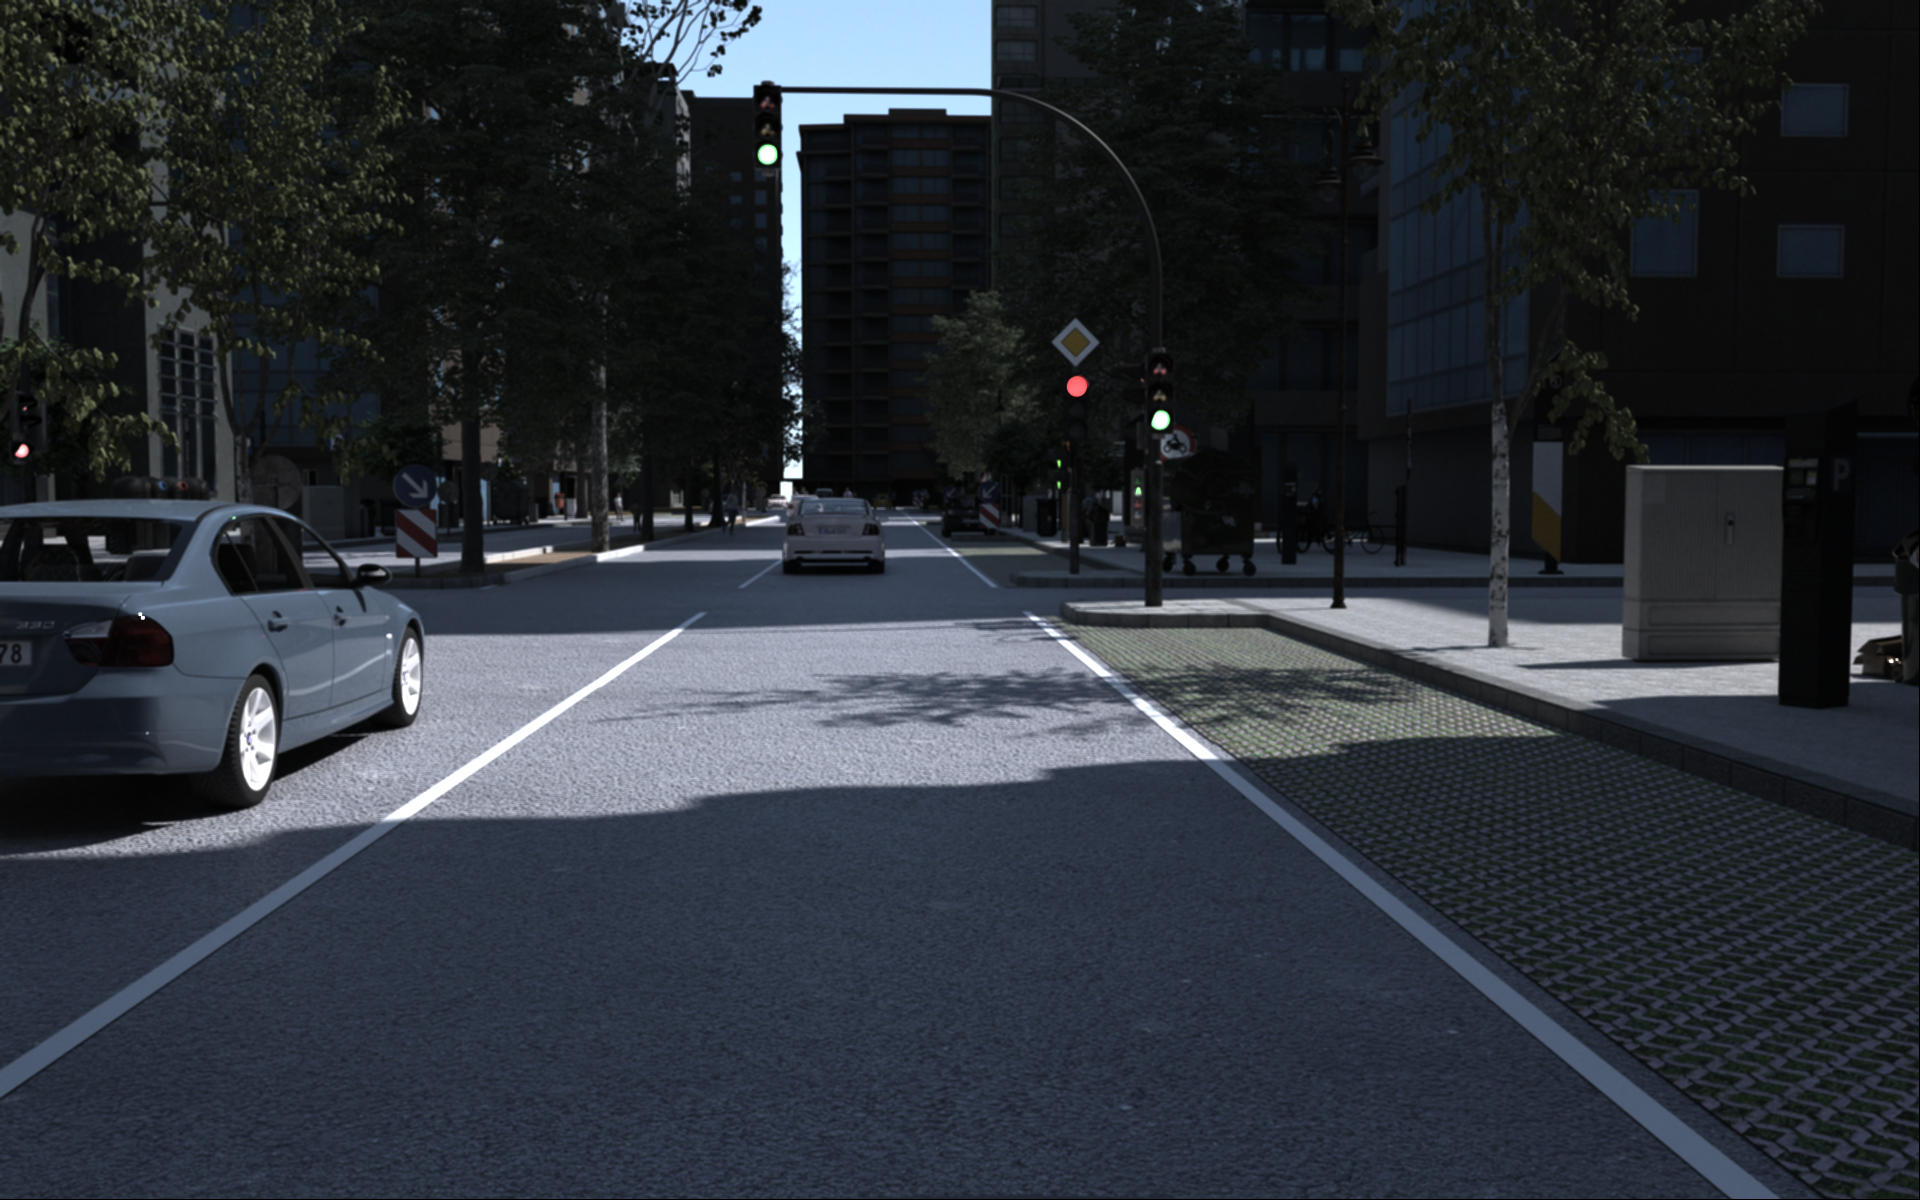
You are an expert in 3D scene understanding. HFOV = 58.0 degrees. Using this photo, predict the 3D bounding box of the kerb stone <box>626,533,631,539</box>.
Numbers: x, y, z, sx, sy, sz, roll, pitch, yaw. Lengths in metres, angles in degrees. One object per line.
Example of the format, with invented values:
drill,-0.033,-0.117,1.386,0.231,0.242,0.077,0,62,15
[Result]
kerb stone,-10.659,-2.001,54.947,0.120,0.150,1.000,0,4,-3

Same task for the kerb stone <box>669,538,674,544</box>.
kerb stone,-8.271,-1.631,48.876,0.120,0.150,1.000,0,4,-3

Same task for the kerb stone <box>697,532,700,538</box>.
kerb stone,-8.607,-2.070,56.048,0.120,0.150,1.000,0,4,-3

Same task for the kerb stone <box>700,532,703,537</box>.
kerb stone,-8.648,-2.130,57.071,0.120,0.150,1.000,0,4,-3

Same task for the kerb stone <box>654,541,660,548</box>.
kerb stone,-8.135,-1.442,45.811,0.120,0.150,1.000,0,4,-3

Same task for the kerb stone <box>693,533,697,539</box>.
kerb stone,-8.557,-1.998,55.023,0.120,0.150,1.000,0,4,-3

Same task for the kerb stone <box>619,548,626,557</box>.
kerb stone,-7.840,-1.070,39.685,0.120,0.150,1.000,0,4,-3

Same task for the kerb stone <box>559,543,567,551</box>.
kerb stone,-10.135,-1.314,43.680,0.120,0.150,1.000,0,4,-3

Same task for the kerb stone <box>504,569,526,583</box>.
kerb stone,-7.324,-0.381,28.431,0.120,0.150,1.000,0,4,-3

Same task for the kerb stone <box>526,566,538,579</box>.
kerb stone,-7.384,-0.444,29.452,0.120,0.150,1.000,0,4,-3

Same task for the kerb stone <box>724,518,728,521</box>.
kerb stone,-12.408,-4.320,92.834,0.120,0.150,1.000,0,4,-3

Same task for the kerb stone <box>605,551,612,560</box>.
kerb stone,-7.757,-0.945,37.642,0.120,0.150,1.000,0,4,-3

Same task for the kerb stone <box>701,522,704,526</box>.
kerb stone,-11.696,-3.382,77.486,0.120,0.150,1.000,0,4,-3

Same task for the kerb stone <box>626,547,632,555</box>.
kerb stone,-7.892,-1.129,40.706,0.120,0.150,1.000,0,4,-3

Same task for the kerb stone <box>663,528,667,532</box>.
kerb stone,-11.077,-2.564,64.163,0.120,0.150,1.000,0,4,-3

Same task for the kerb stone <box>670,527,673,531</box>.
kerb stone,-11.182,-2.693,66.219,0.120,0.150,1.000,0,4,-3

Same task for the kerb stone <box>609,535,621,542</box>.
kerb stone,-10.564,-1.875,52.901,0.120,0.150,1.000,0,4,-3

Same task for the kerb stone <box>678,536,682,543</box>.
kerb stone,-8.369,-1.754,50.924,0.120,0.150,1.000,0,4,-3

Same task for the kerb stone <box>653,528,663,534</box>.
kerb stone,-11.029,-2.504,63.139,0.120,0.150,1.000,0,4,-3

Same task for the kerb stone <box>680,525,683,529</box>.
kerb stone,-11.316,-2.880,69.291,0.120,0.150,1.000,0,4,-3

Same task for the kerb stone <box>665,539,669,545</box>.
kerb stone,-8.226,-1.561,47.855,0.120,0.150,1.000,0,4,-3

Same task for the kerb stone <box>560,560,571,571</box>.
kerb stone,-7.514,-0.628,32.529,0.120,0.150,1.000,0,4,-3

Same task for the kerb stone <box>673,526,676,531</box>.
kerb stone,-11.226,-2.756,67.248,0.120,0.150,1.000,0,4,-3

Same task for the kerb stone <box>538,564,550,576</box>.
kerb stone,-7.424,-0.505,30.473,0.120,0.150,1.000,0,4,-3

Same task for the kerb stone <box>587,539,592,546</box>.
kerb stone,-10.320,-1.565,47.788,0.120,0.150,1.000,0,4,-3

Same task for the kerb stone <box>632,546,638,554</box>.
kerb stone,-7.944,-1.194,41.726,0.120,0.150,1.000,0,4,-3

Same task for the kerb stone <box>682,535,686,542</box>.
kerb stone,-8.412,-1.815,51.946,0.120,0.150,1.000,0,4,-3

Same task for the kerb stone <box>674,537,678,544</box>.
kerb stone,-8.320,-1.695,49.903,0.120,0.150,1.000,0,4,-3

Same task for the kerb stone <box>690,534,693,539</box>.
kerb stone,-8.521,-1.945,53.992,0.120,0.150,1.000,0,4,-3

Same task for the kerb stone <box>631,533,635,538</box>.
kerb stone,-10.703,-2.066,55.968,0.120,0.150,1.000,0,4,-3

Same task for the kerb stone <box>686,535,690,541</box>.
kerb stone,-8.461,-1.882,52.968,0.120,0.150,1.000,0,4,-3

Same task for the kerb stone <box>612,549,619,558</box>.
kerb stone,-7.801,-1.006,38.663,0.120,0.150,1.000,0,4,-3

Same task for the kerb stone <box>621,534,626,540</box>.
kerb stone,-10.608,-1.941,53.924,0.120,0.150,1.000,0,4,-3

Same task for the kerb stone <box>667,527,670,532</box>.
kerb stone,-11.127,-2.629,65.186,0.120,0.150,1.000,0,4,-3

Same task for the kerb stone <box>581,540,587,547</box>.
kerb stone,-10.285,-1.498,46.761,0.120,0.150,1.000,0,4,-3

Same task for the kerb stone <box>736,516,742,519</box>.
kerb stone,-12.739,-4.759,100.003,0.120,0.150,1.000,0,4,-3

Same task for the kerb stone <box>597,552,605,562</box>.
kerb stone,-7.703,-0.882,36.621,0.120,0.150,1.000,0,4,-3

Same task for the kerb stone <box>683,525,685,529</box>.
kerb stone,-11.367,-2.936,70.323,0.120,0.150,1.000,0,4,-3

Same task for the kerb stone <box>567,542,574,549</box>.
kerb stone,-10.180,-1.373,44.701,0.120,0.150,1.000,0,4,-3

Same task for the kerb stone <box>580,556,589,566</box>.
kerb stone,-7.608,-0.757,34.579,0.120,0.150,1.000,0,4,-3

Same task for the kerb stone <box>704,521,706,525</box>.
kerb stone,-11.744,-3.444,78.512,0.120,0.150,1.000,0,4,-3

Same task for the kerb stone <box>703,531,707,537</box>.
kerb stone,-8.693,-2.196,58.094,0.120,0.150,1.000,0,4,-3

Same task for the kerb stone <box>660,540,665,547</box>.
kerb stone,-8.172,-1.507,46.834,0.120,0.150,1.000,0,4,-3

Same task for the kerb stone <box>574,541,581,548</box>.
kerb stone,-10.227,-1.439,45.728,0.120,0.150,1.000,0,4,-3

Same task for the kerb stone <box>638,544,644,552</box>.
kerb stone,-7.988,-1.252,42.748,0.120,0.150,1.000,0,4,-3

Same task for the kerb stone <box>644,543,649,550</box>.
kerb stone,-8.044,-1.311,43.769,0.120,0.150,1.000,0,4,-3

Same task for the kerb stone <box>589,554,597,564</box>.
kerb stone,-7.661,-0.820,35.599,0.120,0.150,1.000,0,4,-3

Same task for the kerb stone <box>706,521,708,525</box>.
kerb stone,-11.789,-3.507,79.533,0.120,0.150,1.000,0,4,-3

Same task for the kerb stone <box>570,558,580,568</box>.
kerb stone,-7.570,-0.693,33.557,0.120,0.150,1.000,0,4,-3

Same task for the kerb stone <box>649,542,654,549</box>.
kerb stone,-8.093,-1.382,44.790,0.120,0.150,1.000,0,4,-3

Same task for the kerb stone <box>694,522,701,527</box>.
kerb stone,-11.643,-3.319,76.463,0.120,0.150,1.000,0,4,-3

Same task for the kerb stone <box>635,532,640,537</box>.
kerb stone,-10.749,-2.126,56.989,0.120,0.150,1.000,0,4,-3

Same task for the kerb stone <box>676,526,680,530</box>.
kerb stone,-11.273,-2.818,68.269,0.120,0.150,1.000,0,4,-3

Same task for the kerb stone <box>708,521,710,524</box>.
kerb stone,-11.831,-3.560,80.566,0.120,0.150,1.000,0,4,-3

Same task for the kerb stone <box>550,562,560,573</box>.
kerb stone,-7.471,-0.567,31.496,0.120,0.150,1.000,0,4,-3
